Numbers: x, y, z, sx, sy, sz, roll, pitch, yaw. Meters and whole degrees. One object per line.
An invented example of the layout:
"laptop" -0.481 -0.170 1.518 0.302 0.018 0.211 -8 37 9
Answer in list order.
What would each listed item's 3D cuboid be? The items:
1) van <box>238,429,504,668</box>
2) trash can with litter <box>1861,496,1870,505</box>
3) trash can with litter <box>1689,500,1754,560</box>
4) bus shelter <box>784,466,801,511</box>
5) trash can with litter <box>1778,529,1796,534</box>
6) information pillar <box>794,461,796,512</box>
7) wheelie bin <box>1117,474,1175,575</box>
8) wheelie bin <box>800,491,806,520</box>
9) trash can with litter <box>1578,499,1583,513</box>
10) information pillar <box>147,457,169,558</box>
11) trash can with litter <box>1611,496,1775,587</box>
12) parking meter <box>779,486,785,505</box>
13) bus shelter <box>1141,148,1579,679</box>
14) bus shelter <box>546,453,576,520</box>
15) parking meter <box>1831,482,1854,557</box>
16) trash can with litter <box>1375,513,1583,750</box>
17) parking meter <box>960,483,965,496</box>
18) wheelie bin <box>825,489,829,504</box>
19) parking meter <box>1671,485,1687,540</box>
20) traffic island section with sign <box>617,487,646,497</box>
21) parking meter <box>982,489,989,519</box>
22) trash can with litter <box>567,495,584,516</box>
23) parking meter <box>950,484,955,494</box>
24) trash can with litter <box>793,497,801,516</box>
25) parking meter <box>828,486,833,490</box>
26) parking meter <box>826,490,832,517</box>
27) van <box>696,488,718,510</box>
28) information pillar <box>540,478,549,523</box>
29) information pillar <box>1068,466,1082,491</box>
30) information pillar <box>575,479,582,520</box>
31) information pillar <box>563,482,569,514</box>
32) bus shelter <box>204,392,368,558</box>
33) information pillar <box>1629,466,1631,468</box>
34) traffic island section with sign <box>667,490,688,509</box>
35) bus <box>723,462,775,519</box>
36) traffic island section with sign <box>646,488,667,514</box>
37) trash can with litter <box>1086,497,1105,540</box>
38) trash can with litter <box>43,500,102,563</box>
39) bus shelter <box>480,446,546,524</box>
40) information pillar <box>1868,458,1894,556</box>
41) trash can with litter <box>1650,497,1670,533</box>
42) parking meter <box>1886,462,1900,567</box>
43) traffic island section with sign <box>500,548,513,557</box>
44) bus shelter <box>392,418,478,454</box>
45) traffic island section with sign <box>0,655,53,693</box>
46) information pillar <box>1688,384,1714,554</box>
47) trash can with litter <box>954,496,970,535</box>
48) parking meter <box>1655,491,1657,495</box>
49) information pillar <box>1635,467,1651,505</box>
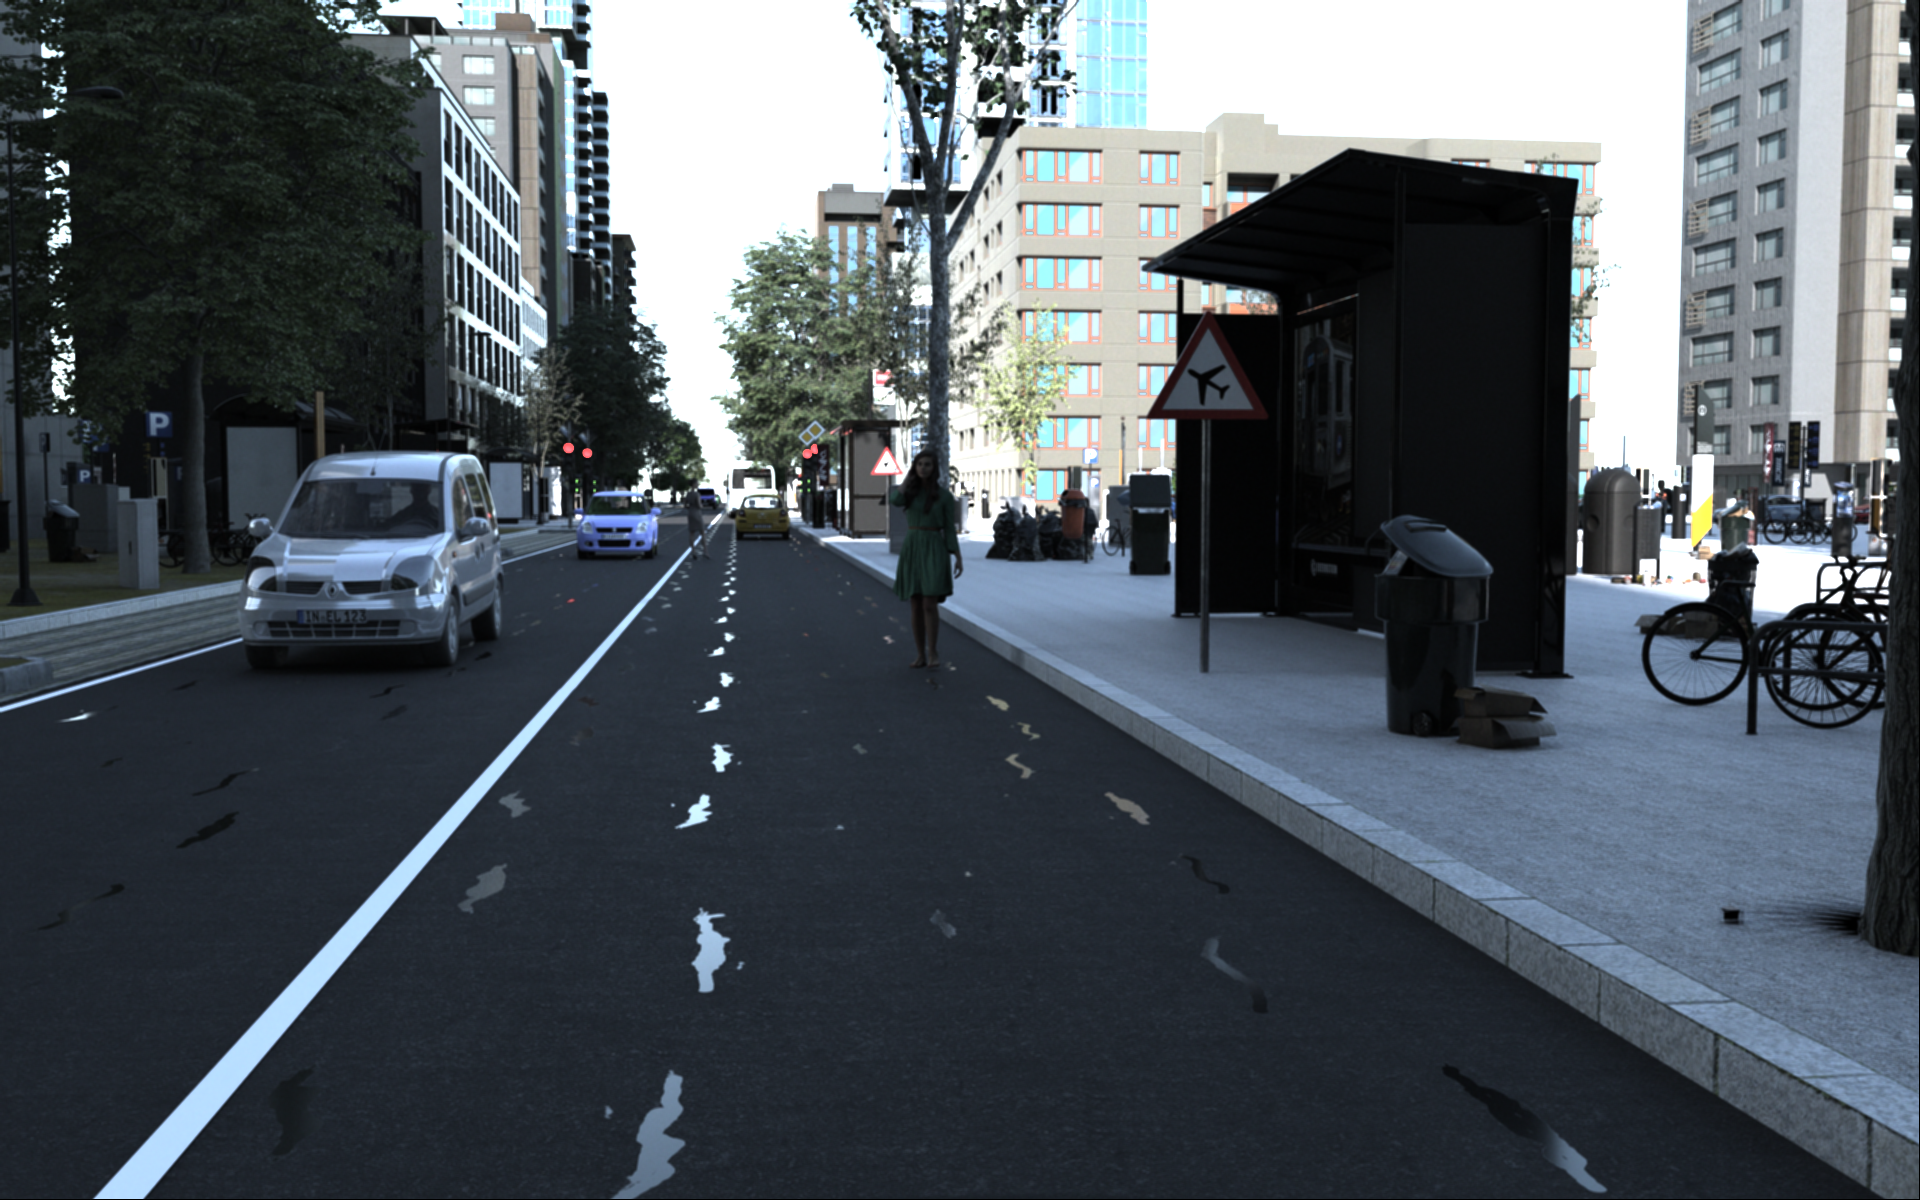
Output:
"van" -5.196 -0.527 15.624 2.013 2.044 4.112 0 4 -7
"trash can with litter" 54.182 -5.789 105.714 1.678 1.210 2.233 -1 4 -17
"trash can with litter" 14.710 -1.349 33.448 1.055 1.170 0.624 0 4 6
"bus shelter" -11.980 -8.237 128.604 2.014 3.302 5.546 0 4 -7
"trash can with litter" 26.228 -2.777 56.458 1.678 1.210 2.233 -1 4 -16
"information pillar" -11.516 -7.912 120.721 0.183 3.616 0.504 0 4 1
"wheelie bin" 2.991 -1.206 27.623 0.980 1.594 0.693 0 4 2
"wheelie bin" -7.221 -4.583 82.846 0.980 1.594 0.693 -2 4 -35
"trash can with litter" 22.586 -3.165 63.127 1.055 1.170 0.624 -1 4 -17
"information pillar" -16.144 -1.859 34.884 0.304 2.012 0.304 -3 4 -37
"trash can with litter" 10.257 -0.851 24.964 2.233 1.210 1.678 -2 4 -29
"parking meter" -12.644 -7.180 123.096 0.399 1.863 0.255 3 5 39
"bus shelter" 3.109 -1.451 15.003 1.731 3.624 6.357 0 4 -7
"bus shelter" -20.718 -5.739 87.759 2.014 3.302 5.546 0 4 -7
"parking meter" 17.984 -1.644 35.294 0.372 1.533 0.369 0 3 0
"trash can with litter" 2.689 0.138 9.129 0.624 1.170 1.055 -2 4 -29
"parking meter" 0.124 -5.032 87.976 0.255 1.863 0.399 0 4 -4
"wheelie bin" -7.868 -5.882 104.083 0.693 1.594 0.980 -1 4 -10
"parking meter" 20.344 -2.482 48.989 0.372 1.533 0.369 0 3 0
"traffic island section with sign" -18.404 -5.269 94.778 1.989 1.847 2.006 0 4 -7
"parking meter" 1.308 -4.941 89.191 0.372 1.533 0.369 0 3 0
"trash can with litter" -22.631 -5.462 100.357 1.678 1.210 2.233 0 4 3
"parking meter" -0.504 -5.833 101.082 0.399 1.863 0.255 2 4 31
"trash can with litter" -8.889 -5.522 101.342 2.233 1.210 1.678 0 4 2
"parking meter" -9.255 -7.223 123.806 0.255 1.863 0.399 0 4 4
"parking meter" -7.477 -5.530 98.824 0.372 1.533 0.369 0 3 0
"van" -23.685 -9.606 161.440 2.240 2.365 5.245 0 4 -7
"information pillar" -18.513 -4.439 77.075 0.304 2.012 0.304 2 4 25
"information pillar" 3.004 -2.498 45.326 0.304 2.012 0.304 -1 4 -17
"information pillar" -19.017 -5.003 86.285 0.304 2.012 0.304 -1 4 -18
"information pillar" -23.159 -5.959 101.928 0.304 2.012 0.304 -2 4 -33
"bus shelter" -14.320 -2.645 37.177 2.014 3.302 5.546 0 4 -7
"information pillar" 54.527 -9.179 141.435 0.504 3.616 0.183 0 4 5
"traffic island section with sign" -28.093 -9.898 170.463 1.989 1.847 2.006 0 4 -7
"bus" -12.768 -6.715 104.642 2.948 3.499 13.247 -1 4 -9
"traffic island section with sign" -21.853 -6.919 121.754 1.989 1.847 2.006 0 4 -7
"trash can with litter" 3.386 -2.297 48.621 1.678 1.210 2.233 -2 4 -24
"trash can with litter" -16.730 -1.303 32.698 1.055 1.170 0.624 1 4 13
"bus shelter" -19.729 -5.043 76.369 2.014 3.302 5.546 0 4 -7
"information pillar" 19.007 -1.911 35.743 0.304 2.012 0.304 -1 4 -19
"trash can with litter" 23.057 -2.795 57.080 0.624 1.170 1.055 2 4 23
"parking meter" 15.752 -1.423 28.980 0.399 1.863 0.255 -1 4 -12
"traffic island section with sign" -11.373 -1.911 39.874 1.989 1.847 2.006 0 4 -7
"bus shelter" -17.066 -3.997 56.632 1.731 3.624 6.357 0 4 -7
"traffic island section with sign" -7.888 -0.247 12.661 1.989 1.847 2.006 0 4 -7
"information pillar" 15.820 -2.786 36.913 0.504 3.616 0.183 -1 4 -22
"trash can with litter" -0.522 -2.705 55.278 2.233 1.210 1.678 -3 5 -45
"parking meter" 58.711 -8.442 146.438 0.372 1.533 0.369 0 3 0
"information pillar" 18.756 -2.638 47.620 0.304 2.012 0.304 -1 4 -16
